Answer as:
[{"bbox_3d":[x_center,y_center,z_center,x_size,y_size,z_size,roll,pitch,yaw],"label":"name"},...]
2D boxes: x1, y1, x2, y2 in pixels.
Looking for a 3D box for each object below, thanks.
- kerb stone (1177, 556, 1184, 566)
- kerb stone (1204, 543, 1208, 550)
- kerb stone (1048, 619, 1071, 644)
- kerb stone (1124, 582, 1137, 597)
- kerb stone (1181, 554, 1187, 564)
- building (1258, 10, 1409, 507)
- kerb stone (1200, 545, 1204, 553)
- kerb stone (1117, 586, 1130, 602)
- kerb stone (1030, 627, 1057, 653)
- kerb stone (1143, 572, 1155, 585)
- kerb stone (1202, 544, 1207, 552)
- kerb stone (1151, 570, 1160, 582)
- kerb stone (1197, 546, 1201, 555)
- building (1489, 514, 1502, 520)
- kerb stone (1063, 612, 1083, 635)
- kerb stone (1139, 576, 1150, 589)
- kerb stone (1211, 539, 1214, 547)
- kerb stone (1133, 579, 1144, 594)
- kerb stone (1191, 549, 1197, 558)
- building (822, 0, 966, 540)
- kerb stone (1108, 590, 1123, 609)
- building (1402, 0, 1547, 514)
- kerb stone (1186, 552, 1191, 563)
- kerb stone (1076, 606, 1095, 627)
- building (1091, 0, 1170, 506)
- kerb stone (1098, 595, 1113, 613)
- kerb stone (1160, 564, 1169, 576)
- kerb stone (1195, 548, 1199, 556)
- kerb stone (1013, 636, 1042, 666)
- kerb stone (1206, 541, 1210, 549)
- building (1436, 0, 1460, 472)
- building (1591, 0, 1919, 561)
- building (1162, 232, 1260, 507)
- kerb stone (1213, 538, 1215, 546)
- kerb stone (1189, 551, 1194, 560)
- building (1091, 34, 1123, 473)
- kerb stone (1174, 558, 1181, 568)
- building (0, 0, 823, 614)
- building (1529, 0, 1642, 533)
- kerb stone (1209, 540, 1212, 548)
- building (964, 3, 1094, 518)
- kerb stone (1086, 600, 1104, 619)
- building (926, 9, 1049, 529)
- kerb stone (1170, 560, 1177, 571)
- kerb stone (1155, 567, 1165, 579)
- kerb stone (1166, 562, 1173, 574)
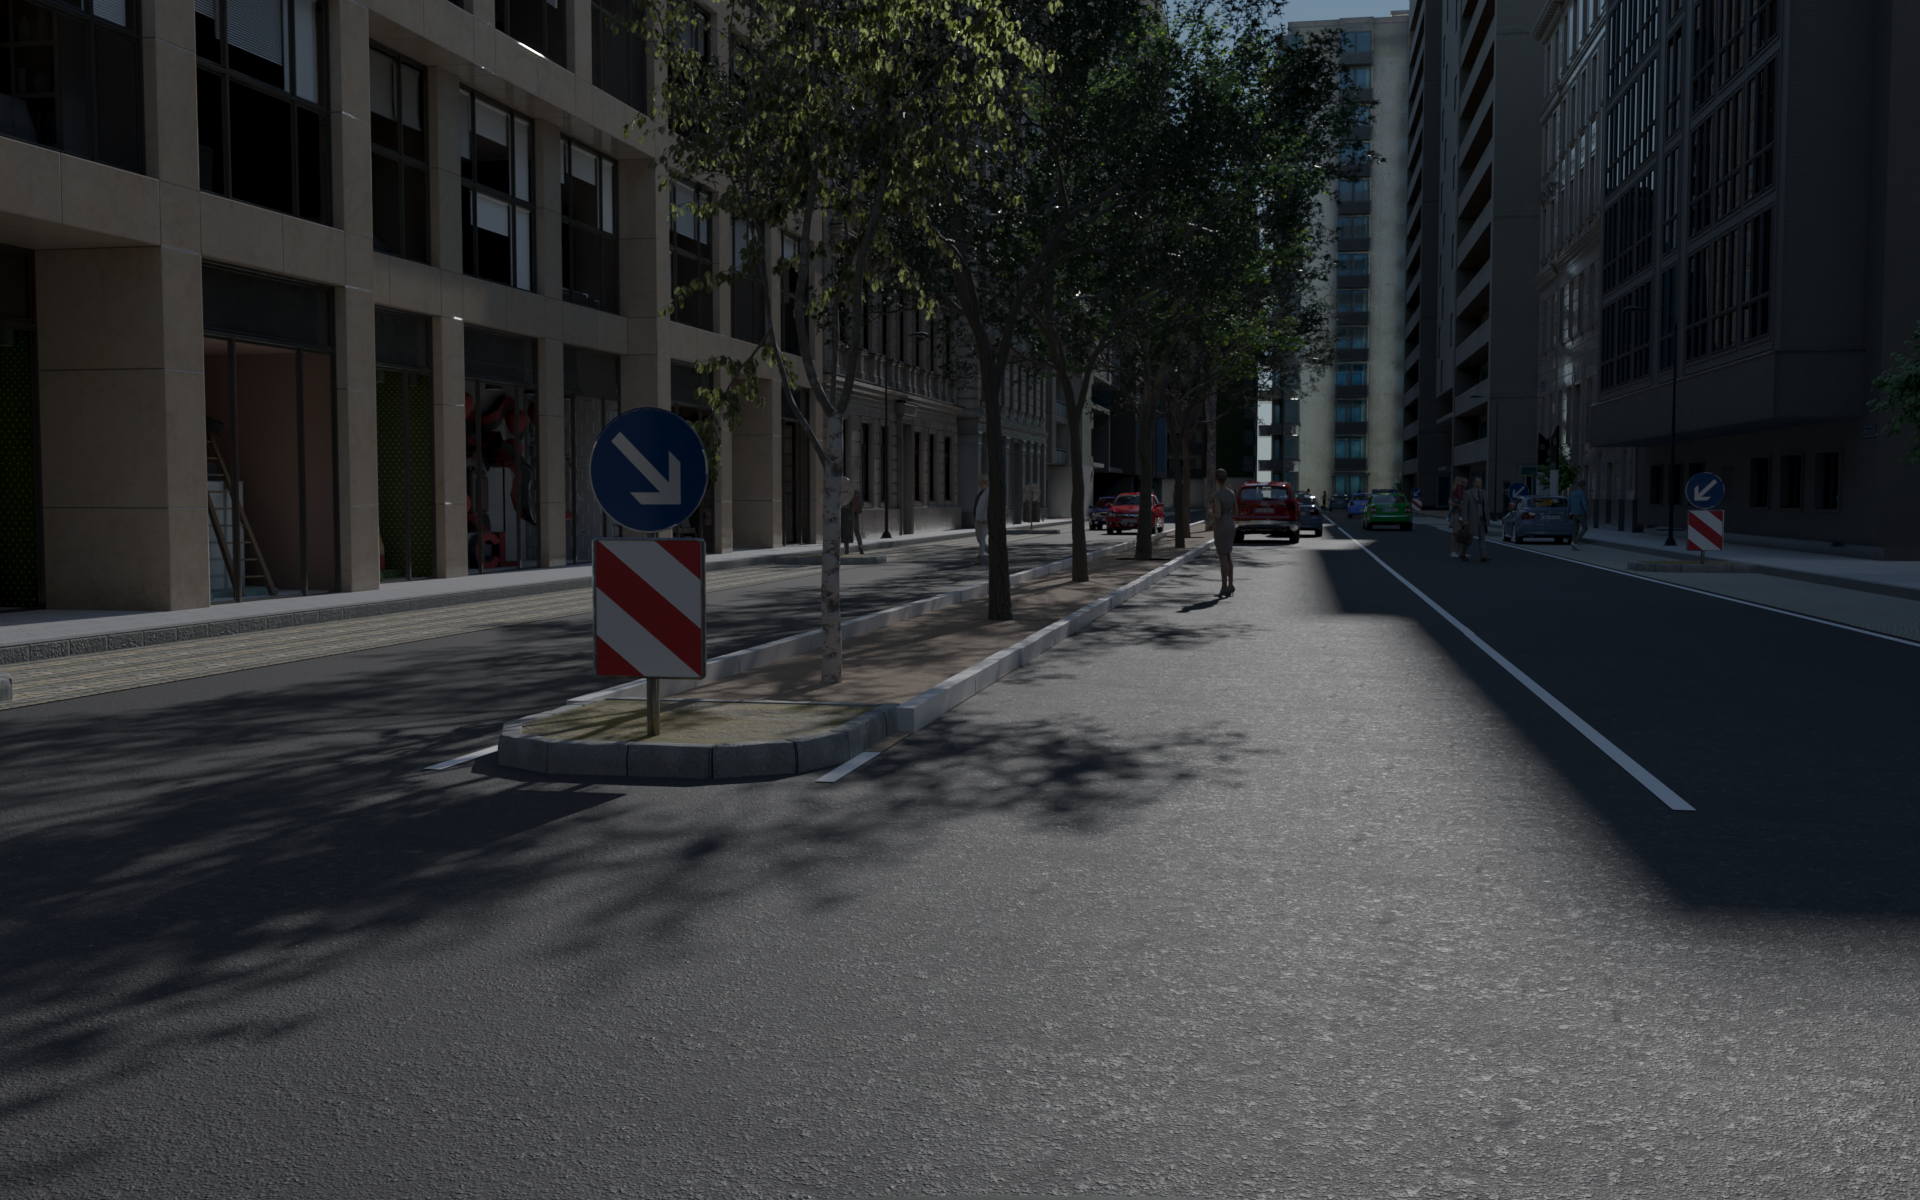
[{"bbox_3d":[4.267,-0.724,34.026,0.120,0.150,1.000,1,4,11],"label":"kerb stone"},{"bbox_3d":[6.032,-1.278,43.084,0.120,0.150,1.000,1,4,11],"label":"kerb stone"},{"bbox_3d":[0.939,0.322,16.930,0.120,0.150,1.000,1,4,11],"label":"kerb stone"},{"bbox_3d":[2.307,-0.109,23.985,0.120,0.150,1.000,1,4,11],"label":"kerb stone"},{"bbox_3d":[4.455,-0.785,35.031,0.120,0.150,1.000,1,4,11],"label":"kerb stone"},{"bbox_3d":[45.710,-33.913,174.082,30.456,49.044,23.786,1,4,11],"label":"building"},{"bbox_3d":[5.641,-1.154,41.070,0.120,0.150,1.000,1,4,11],"label":"kerb stone"},{"bbox_3d":[2.111,-0.048,22.981,0.120,0.150,1.000,1,4,11],"label":"kerb stone"},{"bbox_3d":[0.738,0.384,15.919,0.120,0.150,1.000,1,4,11],"label":"kerb stone"},{"bbox_3d":[2.892,-0.294,26.999,0.120,0.150,1.000,1,4,11],"label":"kerb stone"},{"bbox_3d":[5.845,-1.216,42.079,0.120,0.150,1.000,1,4,11],"label":"kerb stone"},{"bbox_3d":[3.088,-0.355,28.003,0.120,0.150,1.000,1,4,11],"label":"kerb stone"},{"bbox_3d":[5.438,-1.093,40.068,0.120,0.150,1.000,1,4,11],"label":"kerb stone"},{"bbox_3d":[38.849,-28.731,93.446,21.300,48.544,21.600,1,4,11],"label":"building"},{"bbox_3d":[1.131,0.263,17.937,0.120,0.150,1.000,1,4,11],"label":"kerb stone"},{"bbox_3d":[2.706,-0.228,25.994,0.120,0.150,1.000,1,4,11],"label":"kerb stone"},{"bbox_3d":[6.616,-1.462,46.121,0.120,0.150,1.000,1,4,11],"label":"kerb stone"},{"bbox_3d":[2.509,-0.169,24.991,0.120,0.150,1.000,1,4,11],"label":"kerb stone"},{"bbox_3d":[5.055,-0.967,38.049,0.120,0.150,1.000,1,4,11],"label":"kerb stone"},{"bbox_3d":[-6.299,-11.633,54.831,10.561,19.102,19.286,1,4,11],"label":"building"},{"bbox_3d":[1.920,0.014,21.966,0.120,0.150,1.000,1,4,11],"label":"kerb stone"},{"bbox_3d":[48.250,-31.720,142.327,21.300,48.544,21.600,1,4,11],"label":"building"},{"bbox_3d":[4.659,-0.846,36.033,0.120,0.150,1.000,1,4,11],"label":"kerb stone"},{"bbox_3d":[1.328,0.199,18.940,0.120,0.150,1.000,1,4,11],"label":"kerb stone"},{"bbox_3d":[10.885,-30.814,153.912,14.200,45.320,14.600,1,4,11],"label":"building"},{"bbox_3d":[1.714,0.075,20.965,0.120,0.150,1.000,1,4,11],"label":"kerb stone"},{"bbox_3d":[3.485,-0.478,30.009,0.120,0.150,1.000,1,4,11],"label":"kerb stone"},{"bbox_3d":[5.248,-1.028,39.059,0.120,0.150,1.000,1,4,11],"label":"kerb stone"},{"bbox_3d":[0.556,0.446,14.910,0.120,0.150,1.000,1,4,11],"label":"kerb stone"},{"bbox_3d":[6.224,-1.340,44.099,0.120,0.150,1.000,1,4,11],"label":"kerb stone"},{"bbox_3d":[47.370,-32.291,117.201,28.713,52.752,27.495,1,4,11],"label":"building"},{"bbox_3d":[25.199,-15.258,42.974,14.314,27.812,24.014,1,4,11],"label":"building"},{"bbox_3d":[22.835,-24.590,173.743,14.107,30.474,14.160,1,4,11],"label":"building"},{"bbox_3d":[6.824,-1.521,47.122,0.120,0.150,1.000,1,4,11],"label":"kerb stone"},{"bbox_3d":[4.860,-0.905,37.045,0.120,0.150,1.000,1,4,11],"label":"kerb stone"},{"bbox_3d":[-3.805,-32.125,114.481,28.713,52.752,27.495,1,4,11],"label":"building"},{"bbox_3d":[4.075,-0.662,33.022,0.120,0.150,1.000,1,4,11],"label":"kerb stone"},{"bbox_3d":[-16.218,-13.752,29.364,19.350,26.468,34.151,1,4,11],"label":"building"},{"bbox_3d":[30.044,-16.508,67.175,12.463,27.353,25.104,1,4,11],"label":"building"},{"bbox_3d":[6.417,-1.401,45.103,0.120,0.150,1.000,1,4,11],"label":"kerb stone"},{"bbox_3d":[-0.546,-25.044,93.060,14.154,41.232,14.086,1,4,11],"label":"building"},{"bbox_3d":[1.519,0.137,19.958,0.120,0.150,1.000,1,4,11],"label":"kerb stone"},{"bbox_3d":[-2.195,-13.695,73.069,9.793,20.994,18.267,1,4,11],"label":"building"},{"bbox_3d":[3.874,-0.601,32.019,0.120,0.150,1.000,1,4,11],"label":"kerb stone"},{"bbox_3d":[3.286,-0.416,29.006,0.120,0.150,1.000,1,4,11],"label":"kerb stone"},{"bbox_3d":[3.677,-0.539,31.013,0.120,0.150,1.000,1,4,11],"label":"kerb stone"}]
